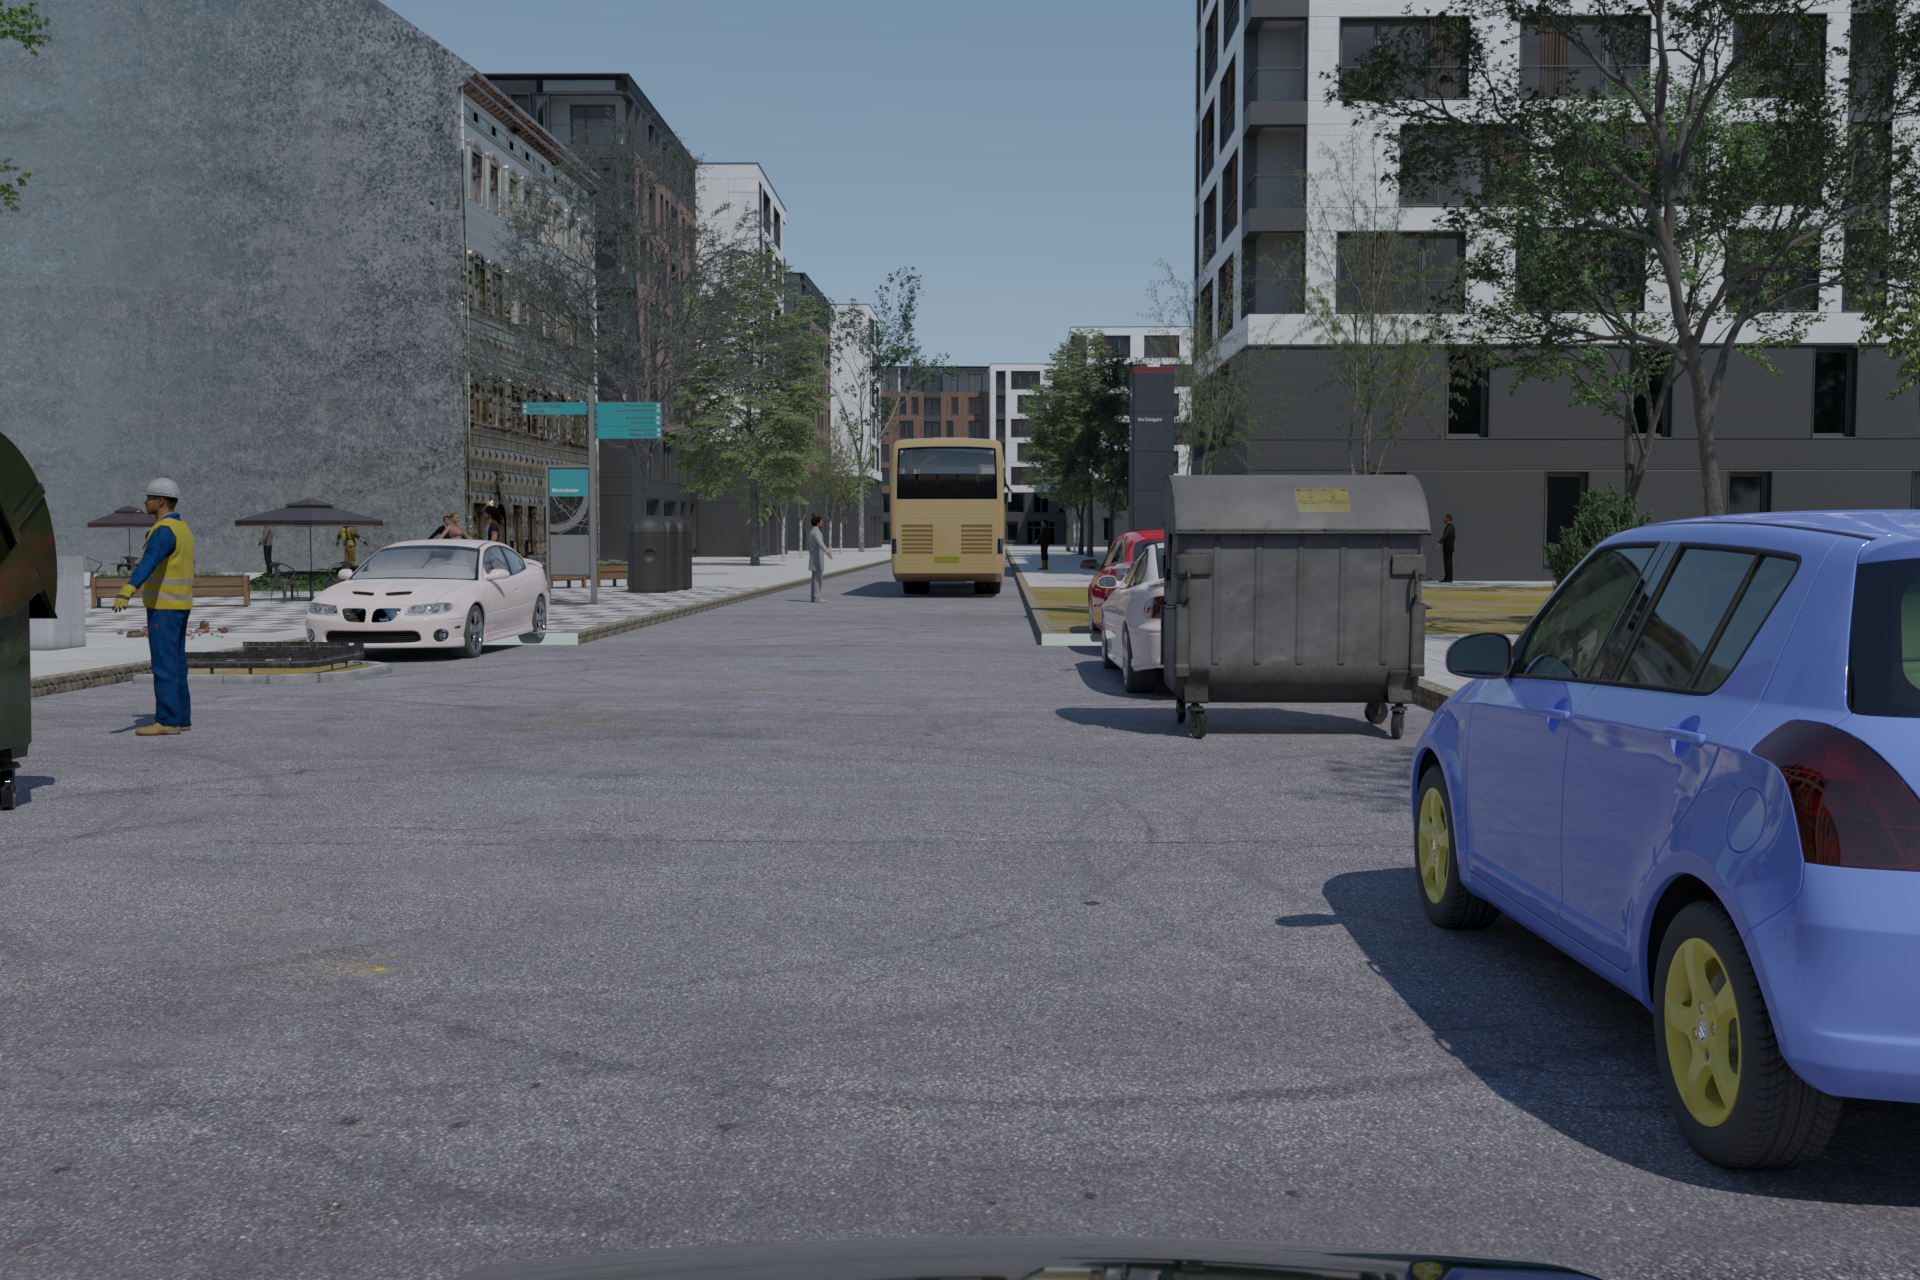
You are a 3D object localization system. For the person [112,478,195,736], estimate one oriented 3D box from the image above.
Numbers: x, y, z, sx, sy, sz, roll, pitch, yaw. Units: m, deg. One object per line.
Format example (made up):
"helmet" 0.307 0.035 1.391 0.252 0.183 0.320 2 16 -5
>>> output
"person" -5.734 -0.246 12.450 0.705 1.833 1.349 0 4 -7

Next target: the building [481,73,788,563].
"building" -25.038 -15.264 93.538 27.936 21.610 32.646 0 4 1

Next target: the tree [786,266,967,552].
"tree" -5.546 -16.239 121.394 12.611 20.169 13.585 0 3 0

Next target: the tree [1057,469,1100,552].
"tree" 7.847 -10.418 120.698 4.360 8.622 3.978 0 3 0

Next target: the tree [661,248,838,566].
"tree" -8.463 -9.228 69.000 7.486 12.596 7.792 0 3 0

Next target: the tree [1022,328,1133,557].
"tree" 6.846 -10.877 95.966 7.486 12.596 7.792 0 3 0

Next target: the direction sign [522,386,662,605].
"direction sign" -6.627 -2.638 31.900 2.525 3.948 1.411 0 4 2

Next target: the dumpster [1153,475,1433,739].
"dumpster" 2.376 -0.267 12.578 1.865 1.857 1.264 0 4 1

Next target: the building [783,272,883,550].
"building" -22.051 -18.842 152.049 27.936 21.610 32.646 0 4 2

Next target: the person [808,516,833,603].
"person" -2.971 -1.691 36.294 0.705 1.806 1.347 -1 4 -22

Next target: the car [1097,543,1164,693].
"car" 2.425 -0.283 16.984 2.083 1.381 4.827 0 4 1

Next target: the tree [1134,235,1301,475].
"tree" 5.811 -5.701 43.577 4.360 8.622 3.978 0 3 0

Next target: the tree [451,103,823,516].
"tree" -9.129 -8.511 49.520 12.009 13.543 11.850 0 3 0

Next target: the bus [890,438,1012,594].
"bus" -0.105 -3.235 44.435 2.896 3.916 12.252 0 4 2

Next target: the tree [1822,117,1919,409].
"tree" 16.740 -4.829 29.315 4.737 8.622 4.395 0 3 0

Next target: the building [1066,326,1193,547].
"building" 25.306 -20.949 186.493 27.936 21.610 32.646 0 4 2

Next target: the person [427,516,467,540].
"person" -14.720 -2.664 49.742 1.347 1.806 0.705 -1 4 -23

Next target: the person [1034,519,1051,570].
"person" 2.992 -3.417 62.002 0.704 1.812 1.346 2 4 24

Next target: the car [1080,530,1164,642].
"car" 2.618 -0.782 21.828 2.155 1.783 4.494 0 3 0

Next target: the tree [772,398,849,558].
"tree" -8.723 -8.679 92.257 4.360 8.622 3.978 0 3 0

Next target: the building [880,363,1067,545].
"building" 0.967 -22.823 219.593 32.646 21.610 27.936 0 4 -2

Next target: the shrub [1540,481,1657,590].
"shrub" 9.534 -1.320 25.630 1.661 2.075 1.752 0 3 0

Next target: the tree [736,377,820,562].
"tree" -8.290 -7.939 80.164 4.737 8.622 4.395 0 3 0

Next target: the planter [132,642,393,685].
"planter" -6.880 0.225 17.465 1.991 0.319 1.994 0 4 2

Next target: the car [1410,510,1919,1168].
"car" 2.535 0.268 5.204 1.945 1.707 3.694 0 4 1

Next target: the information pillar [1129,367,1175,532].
"information pillar" 2.990 -2.309 27.124 0.750 3.857 0.750 0 4 0

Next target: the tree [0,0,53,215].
"tree" -13.022 -5.556 16.596 9.928 11.665 9.643 0 3 0

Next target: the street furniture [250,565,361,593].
"street furniture" -13.958 -1.639 42.420 5.734 0.657 10.072 0 4 -4

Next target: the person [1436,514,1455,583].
"person" 12.908 -2.426 45.895 0.704 1.802 1.346 2 4 31

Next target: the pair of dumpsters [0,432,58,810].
"pair of dumpsters" -6.967 -0.214 8.453 4.436 2.255 1.574 0 4 1

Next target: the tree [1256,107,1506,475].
"tree" 6.821 -4.888 30.288 4.360 8.622 3.978 0 3 0

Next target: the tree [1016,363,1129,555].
"tree" 7.372 -11.046 106.356 9.928 11.665 9.643 0 3 0

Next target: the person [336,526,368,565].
"person" -19.834 -3.092 56.325 1.354 1.858 0.705 2 4 27

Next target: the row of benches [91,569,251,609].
"row of benches" -14.587 -0.898 30.144 4.104 0.672 1.422 -1 4 -18

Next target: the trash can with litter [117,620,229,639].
"trash can with litter" -9.921 -0.681 22.189 1.678 1.210 2.233 0 4 1

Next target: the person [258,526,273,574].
"person" -21.783 -2.953 54.406 0.705 1.813 1.348 -1 4 -10

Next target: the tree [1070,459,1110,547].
"tree" 7.546 -9.945 112.966 4.360 8.622 3.978 0 3 0

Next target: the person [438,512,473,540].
"person" -10.385 -1.777 35.853 0.721 1.733 1.217 2 4 32

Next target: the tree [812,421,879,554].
"tree" -7.357 -9.779 110.250 4.737 8.622 4.395 0 3 0

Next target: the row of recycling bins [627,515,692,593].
"row of recycling bins" -6.732 -1.963 39.213 1.069 1.692 3.534 0 4 3

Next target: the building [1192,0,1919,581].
"building" 22.134 -13.364 62.484 27.936 21.610 32.646 0 4 2

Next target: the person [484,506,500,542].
"person" -8.927 -1.635 32.883 0.704 1.843 1.345 -1 4 -20

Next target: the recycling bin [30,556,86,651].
"recycling bin" -10.329 -0.419 19.398 0.722 1.027 0.722 0 4 2

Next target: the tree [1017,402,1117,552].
"tree" 8.060 -12.329 127.331 9.928 11.665 9.643 0 3 0

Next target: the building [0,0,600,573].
"building" -25.212 -14.369 65.864 19.493 23.208 18.063 0 4 2

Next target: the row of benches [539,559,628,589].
"row of benches" -8.667 -1.632 42.148 1.422 0.672 4.104 3 4 38

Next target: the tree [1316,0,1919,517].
"tree" 8.660 -5.224 19.828 8.767 10.594 7.601 0 4 -5

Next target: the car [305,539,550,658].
"car" -6.467 -0.558 21.493 2.083 1.381 4.827 0 4 2

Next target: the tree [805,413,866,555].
"tree" -7.965 -9.442 104.746 4.360 8.622 3.978 0 3 0

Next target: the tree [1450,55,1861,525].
"tree" 14.764 -6.833 37.482 9.928 11.665 9.643 0 3 0

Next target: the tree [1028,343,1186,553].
"tree" 7.332 -9.239 85.465 8.767 10.594 7.601 1 4 12
